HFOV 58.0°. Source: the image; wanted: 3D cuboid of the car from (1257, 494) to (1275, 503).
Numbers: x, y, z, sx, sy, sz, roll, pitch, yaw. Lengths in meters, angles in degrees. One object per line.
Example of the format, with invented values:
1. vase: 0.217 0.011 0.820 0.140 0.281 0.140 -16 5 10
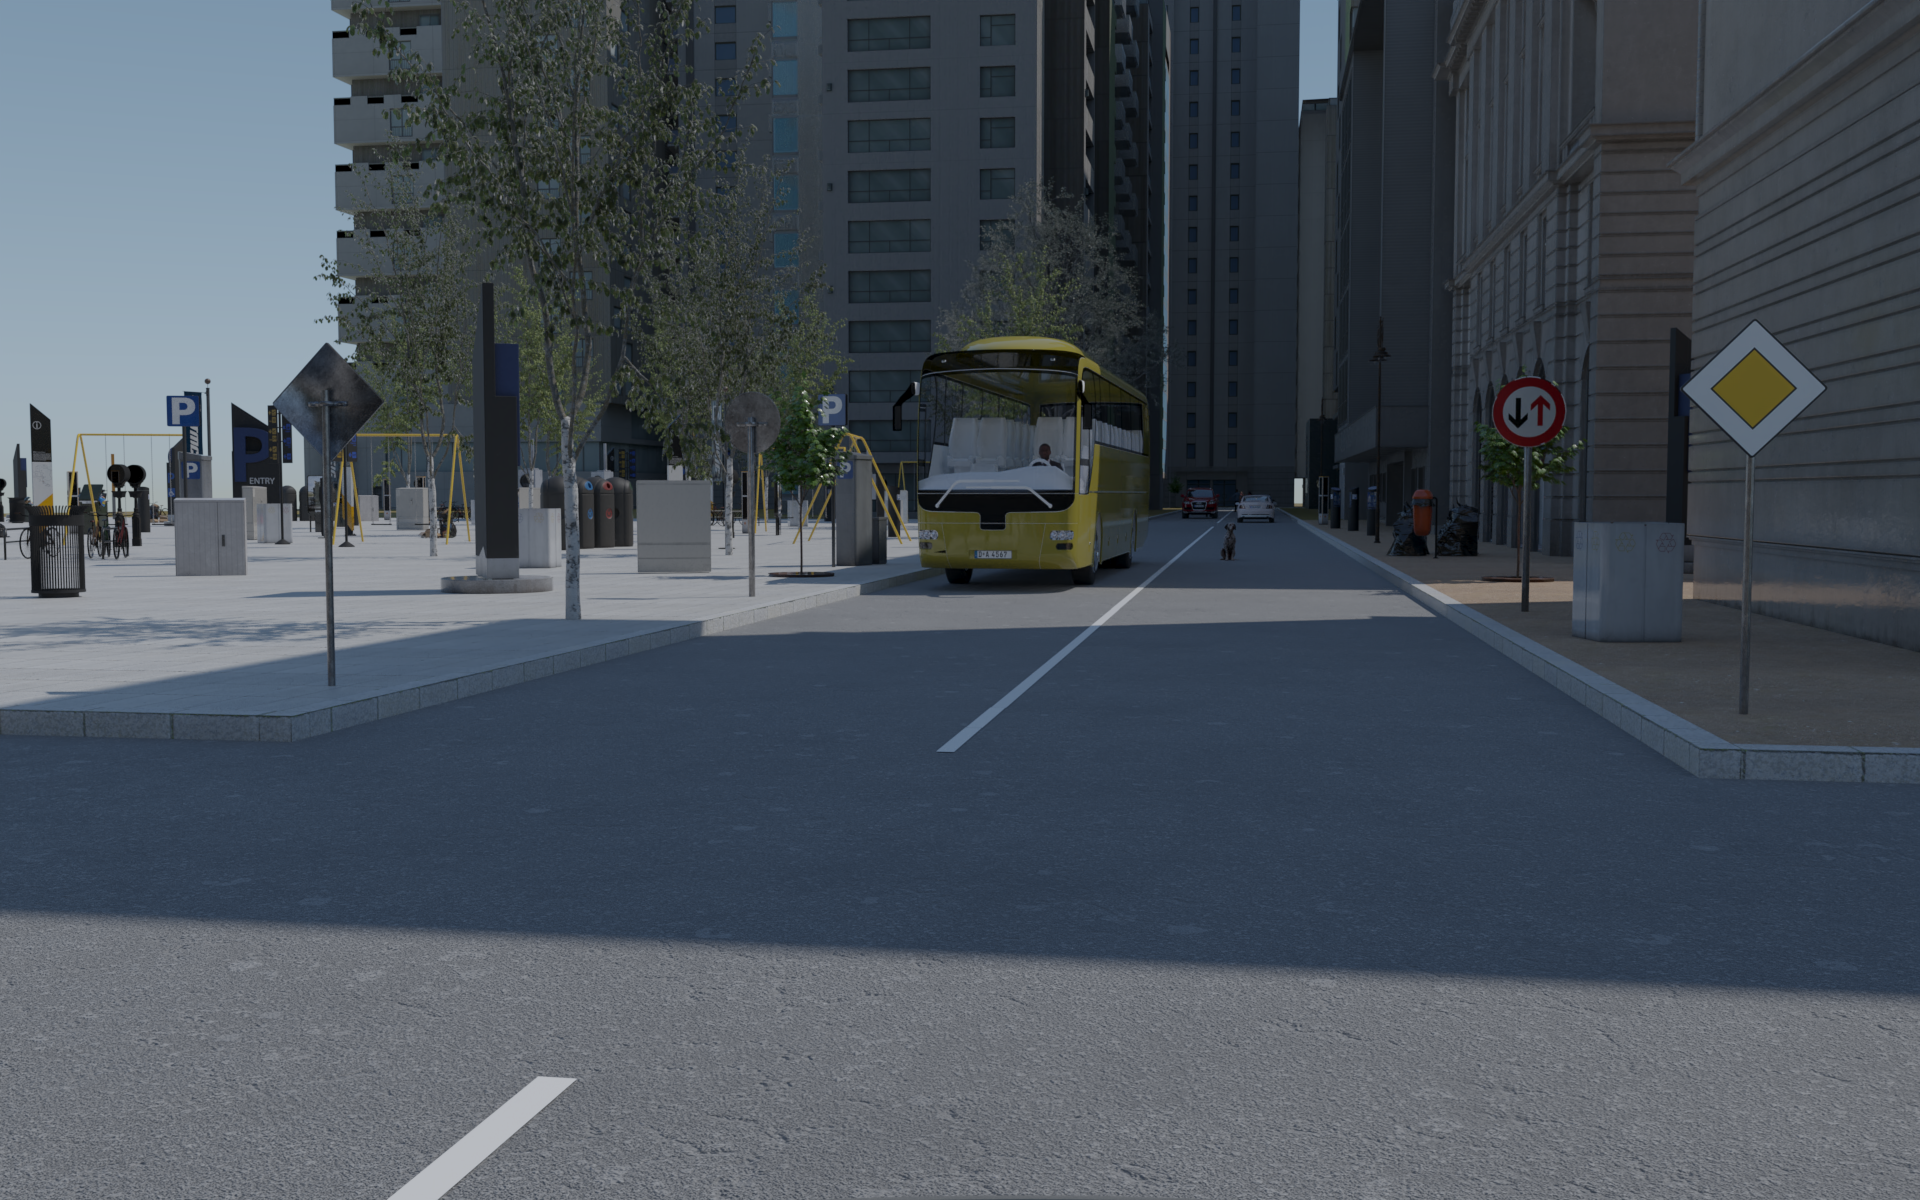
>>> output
1. car: 21.072 -6.687 121.330 2.014 1.417 4.499 0 4 8

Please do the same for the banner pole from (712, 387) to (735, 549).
1. banner pole: -5.594 -3.089 40.520 0.401 3.779 0.863 -3 4 -39

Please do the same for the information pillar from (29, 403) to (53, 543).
1. information pillar: -23.801 -3.274 44.878 0.504 3.616 0.183 -3 5 -43

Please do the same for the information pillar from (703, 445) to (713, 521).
1. information pillar: -12.028 -5.595 82.829 0.504 3.616 0.183 1 4 19

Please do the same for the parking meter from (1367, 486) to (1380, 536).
1. parking meter: 12.750 -2.753 53.422 0.372 1.533 0.369 0 3 0

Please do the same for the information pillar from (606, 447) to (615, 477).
1. information pillar: -17.437 -5.818 86.484 0.183 3.616 0.504 3 4 36

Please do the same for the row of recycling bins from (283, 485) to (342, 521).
1. row of recycling bins: -30.549 -4.608 82.449 3.534 1.692 1.069 -2 4 -28

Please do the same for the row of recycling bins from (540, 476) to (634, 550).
1. row of recycling bins: -8.843 -2.072 40.986 1.069 1.692 3.534 1 4 17

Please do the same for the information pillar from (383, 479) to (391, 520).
1. information pillar: -28.205 -4.941 85.274 0.304 2.012 0.304 -1 4 -12

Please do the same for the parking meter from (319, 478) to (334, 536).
1. parking meter: -19.321 -2.880 52.798 0.399 1.863 0.255 -1 4 -18

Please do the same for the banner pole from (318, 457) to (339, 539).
1. banner pole: -18.193 -3.666 49.954 0.863 3.779 0.401 2 4 28

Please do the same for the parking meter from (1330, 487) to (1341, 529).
1. parking meter: 13.952 -3.419 64.316 0.372 1.533 0.369 0 3 0

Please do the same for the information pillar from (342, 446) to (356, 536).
1. information pillar: -18.812 -3.783 53.202 0.504 3.616 0.183 3 4 36

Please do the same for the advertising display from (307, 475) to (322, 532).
1. advertising display: -21.537 -3.244 58.256 0.974 1.923 0.123 1 4 23

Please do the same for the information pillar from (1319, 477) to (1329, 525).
1. information pillar: 15.222 -4.159 72.484 0.304 2.012 0.304 -1 4 -18

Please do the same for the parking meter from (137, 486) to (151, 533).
1. parking meter: -27.241 -3.021 57.804 0.372 1.533 0.369 0 3 0

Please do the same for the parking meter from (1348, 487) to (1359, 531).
1. parking meter: 13.650 -3.159 60.065 0.372 1.533 0.369 0 3 0

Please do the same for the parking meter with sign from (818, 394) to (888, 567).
1. parking meter with sign: -1.872 -2.126 31.026 0.543 3.016 1.738 2 4 25

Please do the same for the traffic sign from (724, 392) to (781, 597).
1. traffic sign: -2.601 -1.314 21.583 0.768 2.556 0.104 1 4 18

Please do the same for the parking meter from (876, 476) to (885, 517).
1. parking meter: -2.635 -3.165 57.464 0.255 1.863 0.399 0 4 -5

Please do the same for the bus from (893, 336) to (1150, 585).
1. bus: 1.596 -2.395 30.701 2.896 3.916 12.252 1 4 11

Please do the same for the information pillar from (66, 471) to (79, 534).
1. information pillar: -28.680 -3.151 56.005 0.304 2.012 0.304 -2 4 -34

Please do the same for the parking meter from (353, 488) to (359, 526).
1. parking meter: -24.528 -3.771 70.064 0.372 1.533 0.369 0 3 0

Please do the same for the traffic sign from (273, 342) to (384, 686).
1. traffic sign: -4.202 -0.482 11.528 0.795 2.450 0.064 1 4 10

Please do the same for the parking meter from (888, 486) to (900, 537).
1. parking meter: -1.963 -2.641 51.586 0.372 1.533 0.369 0 3 0

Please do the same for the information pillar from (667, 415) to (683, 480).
1. information pillar: -8.269 -3.608 50.343 0.504 3.616 0.183 -3 5 -42

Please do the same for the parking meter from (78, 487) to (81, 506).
1. parking meter: -32.973 -3.435 64.575 0.372 1.533 0.369 0 3 0

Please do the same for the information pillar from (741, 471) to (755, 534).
1. information pillar: -6.865 -3.159 56.135 0.304 2.012 0.304 3 5 40

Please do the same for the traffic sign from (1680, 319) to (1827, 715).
1. traffic sign: 4.566 -0.391 10.035 0.795 2.450 0.064 1 4 10

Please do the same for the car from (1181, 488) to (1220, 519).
1. car: 14.195 -5.726 102.292 2.281 1.827 5.304 1 4 9

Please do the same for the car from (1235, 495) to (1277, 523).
1. car: 15.006 -4.615 87.815 2.083 1.381 4.827 1 4 10

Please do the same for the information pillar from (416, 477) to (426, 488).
1. information pillar: -22.722 -4.193 73.053 0.304 2.012 0.304 0 3 0

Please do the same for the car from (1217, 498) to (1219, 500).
1. car: 19.203 -7.753 135.801 2.155 1.783 4.494 1 4 11

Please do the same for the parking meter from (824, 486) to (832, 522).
1. parking meter: -6.126 -4.591 80.780 0.399 1.863 0.255 -2 4 -24

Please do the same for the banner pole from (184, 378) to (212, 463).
1. banner pole: -16.375 -2.896 37.367 0.401 3.779 0.863 2 4 25

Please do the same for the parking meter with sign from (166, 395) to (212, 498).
1. parking meter with sign: -13.887 -2.158 31.541 0.543 3.016 1.738 -1 4 -10

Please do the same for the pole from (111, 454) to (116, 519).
1. pole: -42.901 -5.744 87.762 0.158 3.312 0.155 0 3 0

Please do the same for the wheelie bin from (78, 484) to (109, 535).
1. wheelie bin: -27.475 -2.875 54.910 0.980 1.594 0.693 0 4 4

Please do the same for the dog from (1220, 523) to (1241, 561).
1. dog: 5.913 -1.267 37.559 0.513 0.831 0.800 3 4 39

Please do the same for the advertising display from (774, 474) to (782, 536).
1. advertising display: -5.658 -2.976 53.879 0.123 1.923 0.974 0 4 2

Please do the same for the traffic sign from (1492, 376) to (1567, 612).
1. traffic sign: 6.167 -1.145 18.825 0.768 2.556 0.104 1 4 16
